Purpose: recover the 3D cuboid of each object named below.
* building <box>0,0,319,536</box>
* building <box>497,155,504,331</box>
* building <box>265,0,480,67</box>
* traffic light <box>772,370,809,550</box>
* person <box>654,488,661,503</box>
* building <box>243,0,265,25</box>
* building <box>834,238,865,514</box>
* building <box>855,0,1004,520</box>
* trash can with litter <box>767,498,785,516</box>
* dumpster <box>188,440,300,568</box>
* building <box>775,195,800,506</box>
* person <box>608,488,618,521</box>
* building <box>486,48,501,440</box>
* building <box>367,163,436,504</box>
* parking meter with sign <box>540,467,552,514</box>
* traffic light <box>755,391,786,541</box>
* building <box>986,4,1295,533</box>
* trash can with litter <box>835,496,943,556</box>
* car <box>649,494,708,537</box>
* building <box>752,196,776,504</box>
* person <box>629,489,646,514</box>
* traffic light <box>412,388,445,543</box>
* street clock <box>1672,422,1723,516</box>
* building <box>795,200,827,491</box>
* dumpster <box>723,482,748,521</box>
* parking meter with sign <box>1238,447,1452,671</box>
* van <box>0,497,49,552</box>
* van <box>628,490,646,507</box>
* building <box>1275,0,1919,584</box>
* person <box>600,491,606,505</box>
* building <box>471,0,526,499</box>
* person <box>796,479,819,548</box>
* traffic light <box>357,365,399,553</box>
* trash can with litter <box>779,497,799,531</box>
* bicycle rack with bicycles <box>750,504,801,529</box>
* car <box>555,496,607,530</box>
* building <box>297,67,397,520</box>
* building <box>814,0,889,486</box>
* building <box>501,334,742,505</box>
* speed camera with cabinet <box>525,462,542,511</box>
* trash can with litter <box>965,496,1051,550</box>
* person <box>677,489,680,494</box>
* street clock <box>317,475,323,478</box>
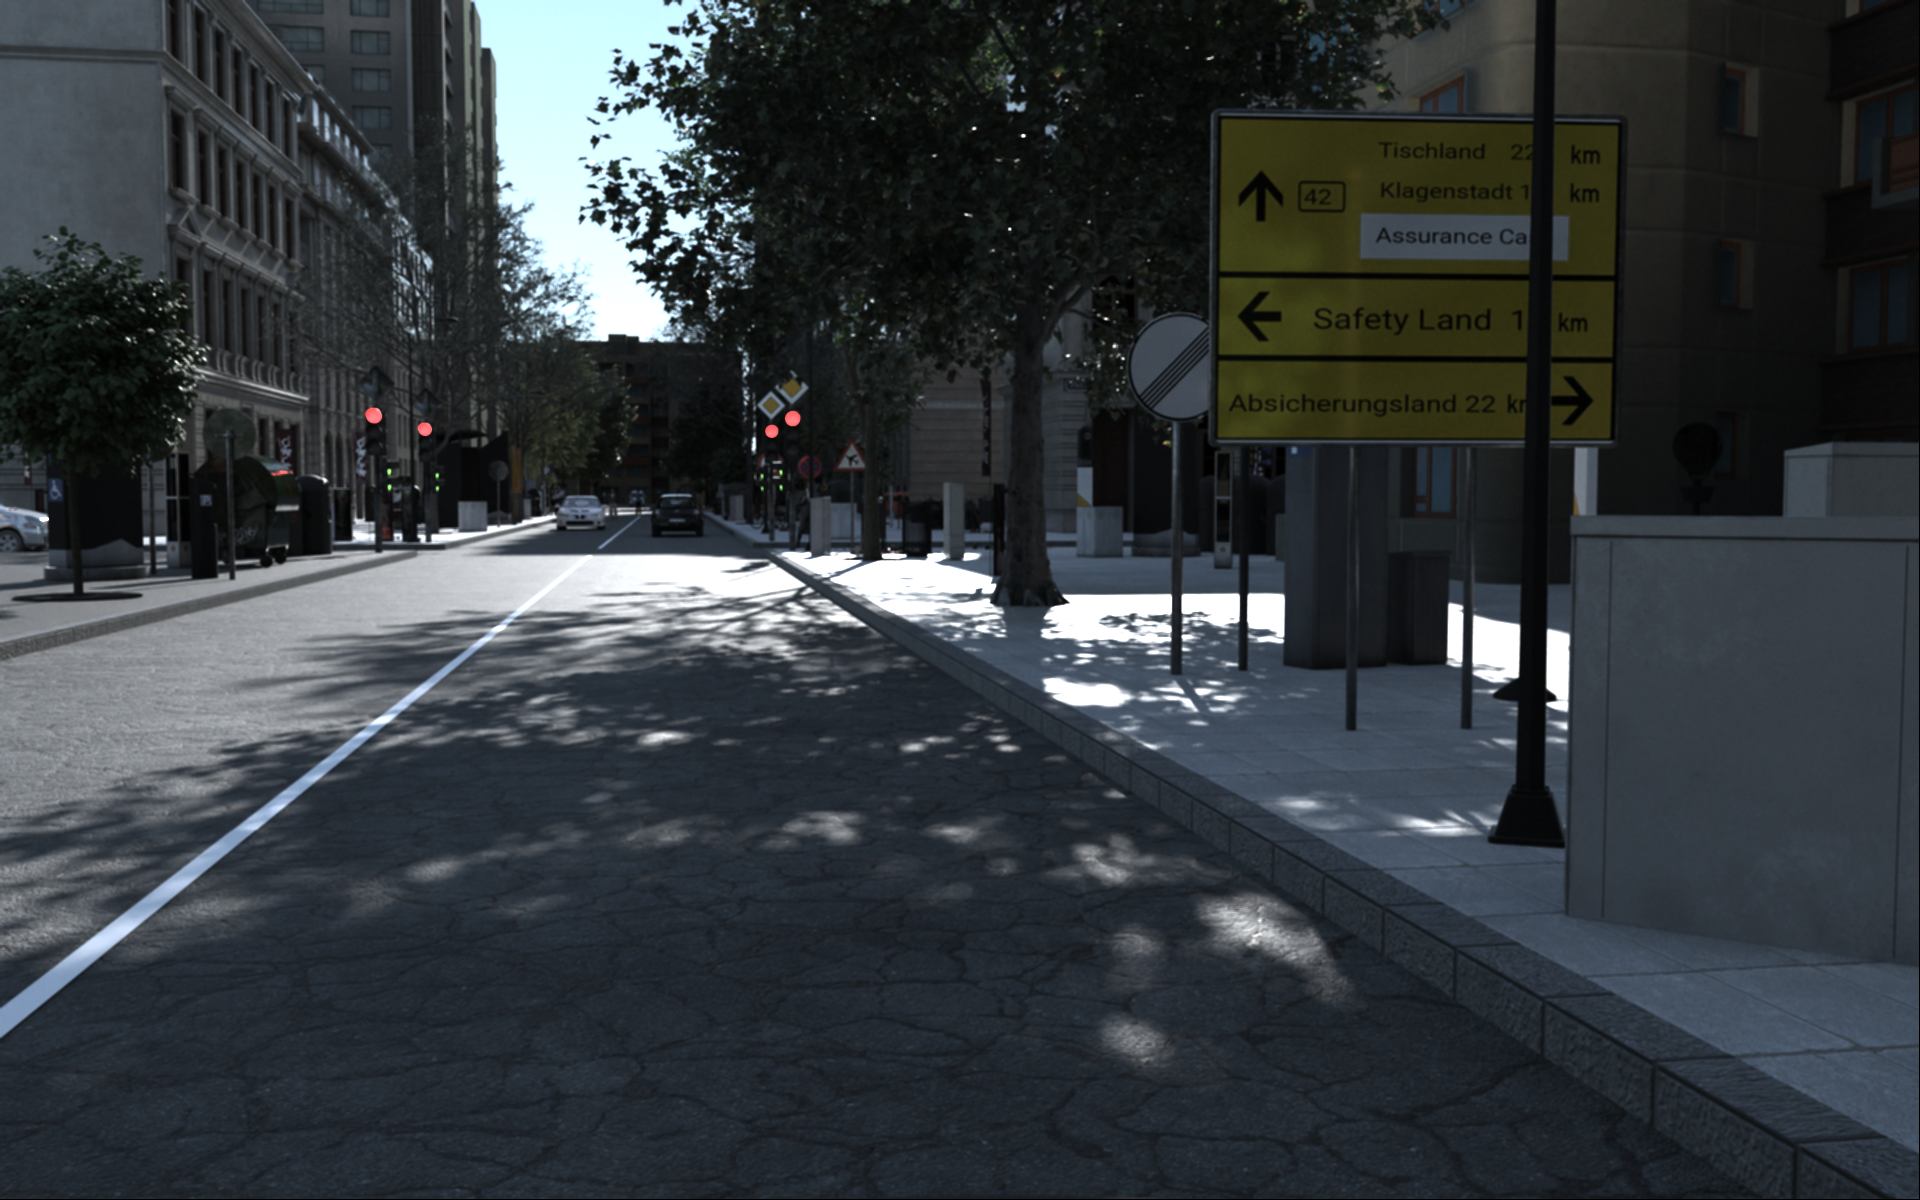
[{"bbox_3d":[-30.574,-13.750,60.963,11.583,22.565,21.152,-1,4,-10],"label":"building"},{"bbox_3d":[-72.646,-36.521,216.724,30.456,49.044,23.786,-1,4,-10],"label":"building"},{"bbox_3d":[-45.953,-27.829,138.605,14.154,41.232,14.086,-1,4,-10],"label":"building"},{"bbox_3d":[-3.832,-3.084,39.339,0.839,4.253,0.868,-1,4,-10],"label":"traffic light"},{"bbox_3d":[-19.757,-6.448,113.702,0.755,1.850,0.659,-1,4,-10],"label":"person"},{"bbox_3d":[-42.930,-26.982,124.750,14.154,41.232,14.086,-1,4,-10],"label":"building"},{"bbox_3d":[-1.376,-18.099,113.939,12.078,24.808,19.932,-1,4,-10],"label":"building"},{"bbox_3d":[2.036,-18.851,94.124,13.634,28.700,20.117,-1,4,-10],"label":"building"},{"bbox_3d":[-10.832,-5.507,101.428,1.055,1.170,0.624,-3,5,-44],"label":"trash can with litter"},{"bbox_3d":[-12.708,-1.730,30.785,1.502,2.255,1.985,-1,4,-9],"label":"dumpster"},{"bbox_3d":[-7.982,-34.055,180.492,21.300,48.544,21.600,-1,4,-10],"label":"building"},{"bbox_3d":[-18.803,-5.183,93.796,0.519,1.759,0.362,0,4,-1],"label":"person"},{"bbox_3d":[-48.546,-28.712,153.040,14.154,41.232,14.086,-1,4,-10],"label":"building"},{"bbox_3d":[-37.969,-15.227,103.709,10.420,20.320,16.860,-1,4,-10],"label":"building"},{"bbox_3d":[-26.772,-7.047,111.476,0.543,3.016,1.738,0,4,2],"label":"parking meter with sign"},{"bbox_3d":[-5.158,-3.565,47.214,0.839,4.253,0.868,-1,4,-10],"label":"traffic light"},{"bbox_3d":[12.160,-13.845,62.529,21.152,22.565,11.583,-1,4,-10],"label":"building"},{"bbox_3d":[-1.435,-1.574,36.789,2.233,1.210,1.678,0,4,-8],"label":"trash can with litter"},{"bbox_3d":[-9.668,-3.034,59.384,2.009,1.686,4.222,0,4,-8],"label":"car"},{"bbox_3d":[-14.026,-34.915,225.489,28.867,44.769,22.147,-1,4,-10],"label":"building"},{"bbox_3d":[-23.288,-7.147,125.333,1.348,1.826,0.705,-2,4,-35],"label":"person"},{"bbox_3d":[-14.042,-3.473,45.706,0.839,4.253,0.868,-1,4,-10],"label":"traffic light"},{"bbox_3d":[7.483,-0.798,17.611,0.471,2.002,0.358,2,4,25],"label":"street clock"},{"bbox_3d":[-8.085,-31.334,162.423,14.600,45.320,14.200,-1,4,-10],"label":"building"},{"bbox_3d":[-10.857,-4.794,84.145,1.264,1.857,1.865,-1,4,-10],"label":"dumpster"},{"bbox_3d":[2.819,-1.013,12.822,1.738,3.016,0.543,-1,4,-23],"label":"parking meter with sign"},{"bbox_3d":[-23.360,-2.050,40.537,4.112,2.044,2.013,0,4,-8],"label":"van"},{"bbox_3d":[-36.196,-11.449,194.206,2.013,2.044,4.112,-1,4,-10],"label":"van"},{"bbox_3d":[22.097,-10.745,20.729,27.650,21.520,28.899,-1,4,-10],"label":"building"},{"bbox_3d":[-41.375,-11.755,200.559,0.599,1.838,0.709,-2,4,-35],"label":"person"},{"bbox_3d":[-60.080,-52.444,170.138,31.000,86.520,22.319,-1,4,-10],"label":"building"},{"bbox_3d":[-3.809,-2.140,43.456,0.622,1.834,0.822,-2,4,-24],"label":"person"},{"bbox_3d":[-12.715,-2.991,37.832,0.839,4.253,0.868,-1,4,-10],"label":"traffic light"},{"bbox_3d":[-5.695,-3.018,60.408,1.678,1.210,2.233,1,4,10],"label":"trash can with litter"},{"bbox_3d":[-6.336,-3.098,64.039,2.925,0.926,2.852,-1,4,-20],"label":"bicycle rack with bicycles"},{"bbox_3d":[-15.345,-3.539,70.230,2.083,1.381,4.827,-1,4,-10],"label":"car"},{"bbox_3d":[-35.676,-14.773,83.340,13.314,21.916,24.055,-1,4,-10],"label":"building"},{"bbox_3d":[-0.218,-31.867,140.631,23.786,49.044,30.456,-1,4,-10],"label":"building"},{"bbox_3d":[-43.248,-23.190,224.193,28.899,21.520,27.650,-1,4,-10],"label":"building"},{"bbox_3d":[-26.404,-6.905,107.231,0.660,3.252,2.038,-2,4,-28],"label":"speed camera with cabinet"},{"bbox_3d":[1.011,-1.789,40.302,2.233,1.210,1.678,0,4,2],"label":"trash can with litter"},{"bbox_3d":[-21.857,-7.716,134.660,0.705,1.823,1.348,0,4,2],"label":"person"},{"bbox_3d":[-24.991,-3.843,67.410,0.471,2.002,0.358,-2,4,-27],"label":"street clock"}]
